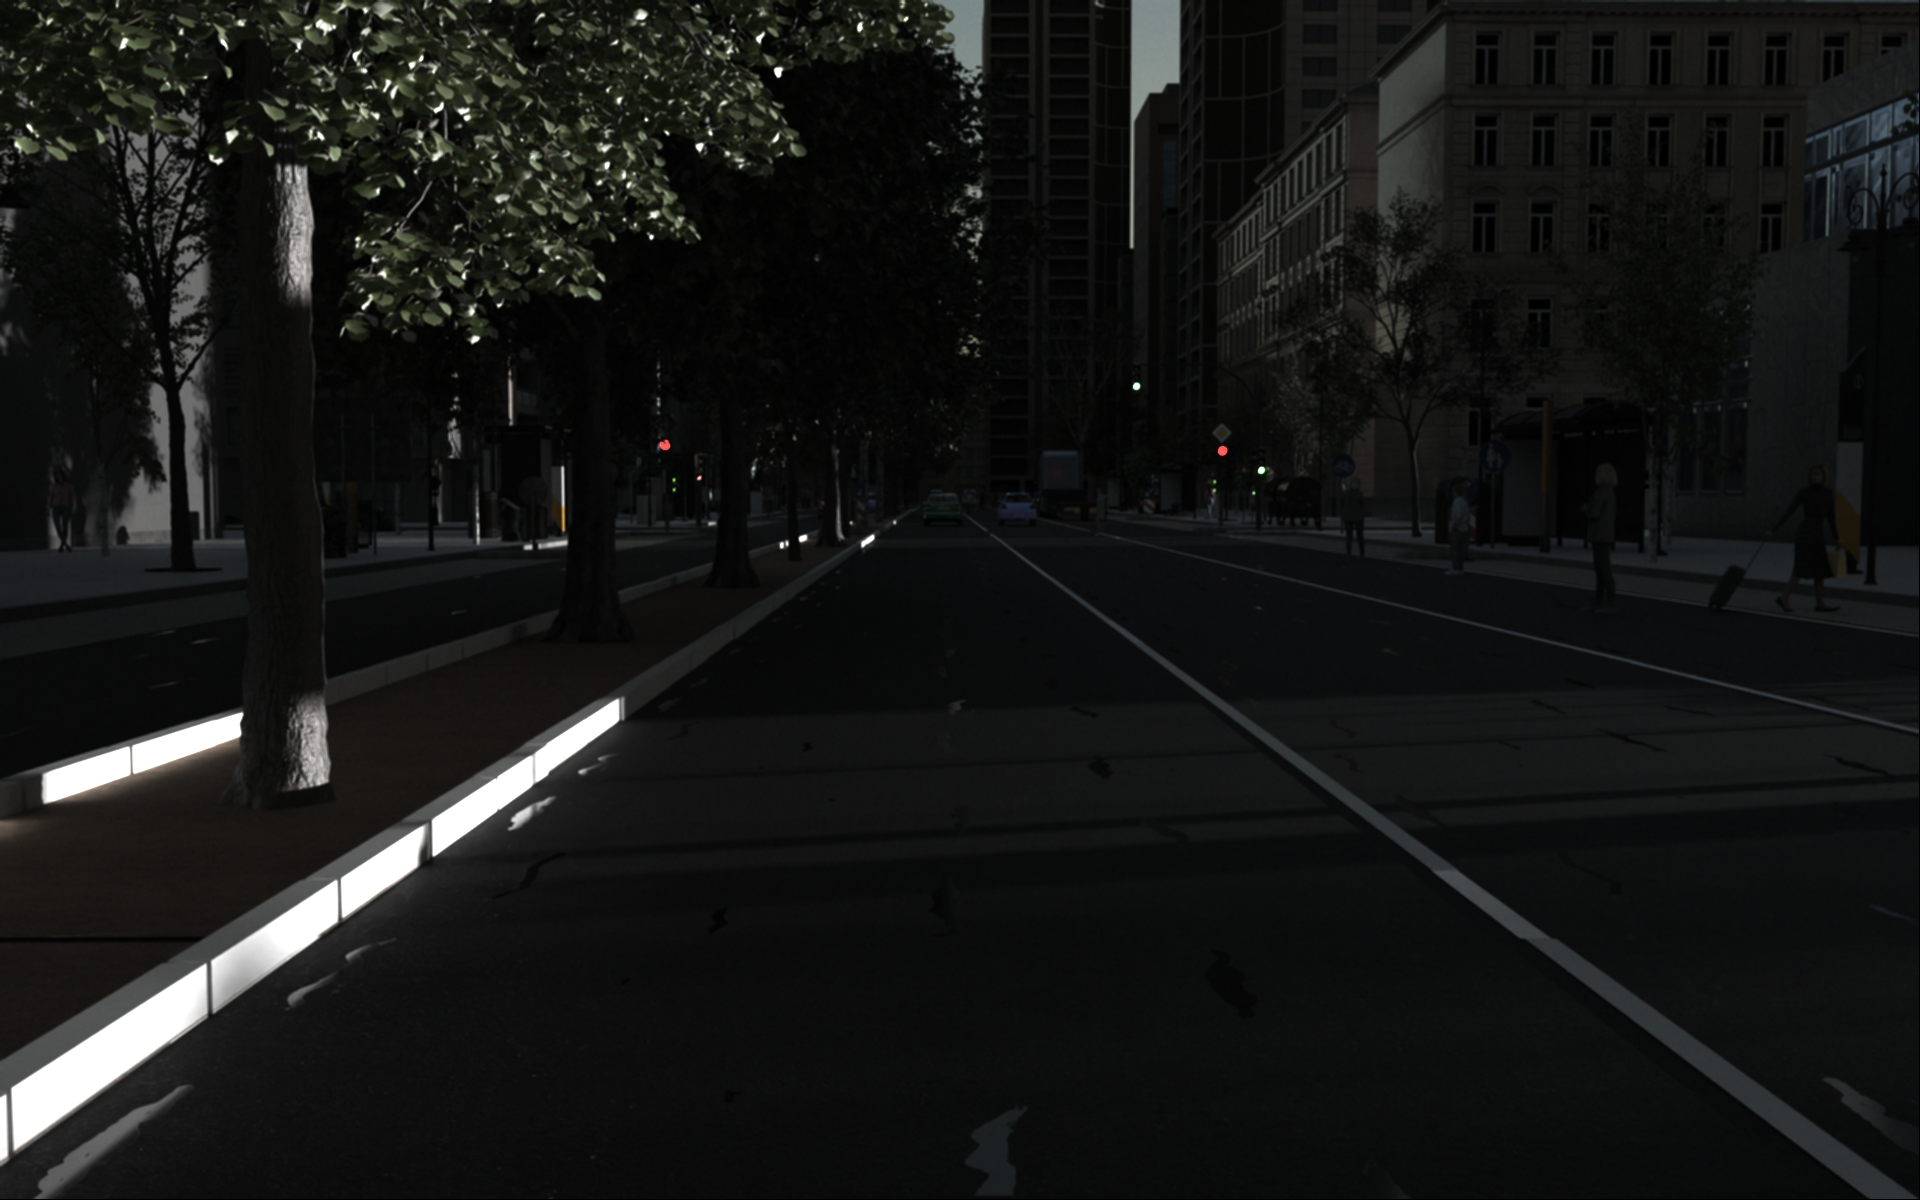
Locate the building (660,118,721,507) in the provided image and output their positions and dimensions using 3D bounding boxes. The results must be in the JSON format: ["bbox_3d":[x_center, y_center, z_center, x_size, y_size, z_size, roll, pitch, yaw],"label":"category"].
[{"bbox_3d":[-34.050,-32.896,157.464,23.786,49.044,30.456,0,4,-1],"label":"building"}]

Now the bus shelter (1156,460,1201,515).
[{"bbox_3d":[13.292,-6.840,105.752,2.014,3.302,5.546,0,4,-1],"label":"bus shelter"}]

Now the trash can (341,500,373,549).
[{"bbox_3d":[-14.229,-1.794,40.983,0.748,1.137,0.748,0,3,0],"label":"trash can"}]

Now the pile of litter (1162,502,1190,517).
[{"bbox_3d":[12.400,-5.193,98.870,1.719,0.858,1.176,0,4,1],"label":"pile of litter"}]

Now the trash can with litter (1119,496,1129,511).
[{"bbox_3d":[12.165,-7.221,129.448,0.624,1.170,1.055,-1,4,-22],"label":"trash can with litter"}]

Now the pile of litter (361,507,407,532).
[{"bbox_3d":[-19.889,-2.774,59.321,1.719,0.858,1.176,1,4,10],"label":"pile of litter"}]

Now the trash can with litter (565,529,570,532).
[{"bbox_3d":[-13.528,-2.934,59.360,1.055,1.170,0.624,3,4,36],"label":"trash can with litter"}]

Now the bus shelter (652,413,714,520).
[{"bbox_3d":[-14.281,-6.808,88.948,2.179,5.291,8.768,0,4,-1],"label":"bus shelter"}]

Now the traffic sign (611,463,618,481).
[{"bbox_3d":[-14.390,-4.339,71.041,0.768,2.556,0.104,0,4,5],"label":"traffic sign"}]

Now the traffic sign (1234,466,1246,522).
[{"bbox_3d":[13.068,-4.878,79.755,0.884,2.594,0.081,0,4,6],"label":"traffic sign"}]

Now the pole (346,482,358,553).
[{"bbox_3d":[-13.204,-2.674,37.569,0.158,3.312,0.155,0,3,0],"label":"pole"}]

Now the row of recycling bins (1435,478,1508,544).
[{"bbox_3d":[13.753,-2.342,45.406,3.534,1.692,1.069,-3,5,-39],"label":"row of recycling bins"}]

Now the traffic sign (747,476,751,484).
[{"bbox_3d":[-14.218,-7.020,114.887,0.768,2.556,0.104,0,4,0],"label":"traffic sign"}]

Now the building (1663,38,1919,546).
[{"bbox_3d":[32.850,-44.179,35.003,22.319,86.520,31.000,0,4,-1],"label":"building"}]

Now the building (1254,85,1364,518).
[{"bbox_3d":[26.229,-18.840,105.304,12.463,27.353,25.104,0,4,-1],"label":"building"}]

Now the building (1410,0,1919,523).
[{"bbox_3d":[33.144,-17.394,81.660,25.104,27.353,12.463,0,4,-1],"label":"building"}]

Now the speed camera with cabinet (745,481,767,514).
[{"bbox_3d":[-13.679,-7.288,113.489,2.038,3.252,0.660,1,4,16],"label":"speed camera with cabinet"}]

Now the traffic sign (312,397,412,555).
[{"bbox_3d":[-12.623,-2.598,36.355,2.265,3.308,0.079,0,4,3],"label":"traffic sign"}]

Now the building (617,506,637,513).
[{"bbox_3d":[-33.035,-35.088,115.688,21.231,58.520,28.212,0,4,-1],"label":"building"}]

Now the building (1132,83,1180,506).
[{"bbox_3d":[26.702,-33.033,190.197,14.600,45.320,14.200,0,4,-1],"label":"building"}]

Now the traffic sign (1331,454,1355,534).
[{"bbox_3d":[12.315,-3.404,55.767,0.768,2.556,0.104,0,4,4],"label":"traffic sign"}]

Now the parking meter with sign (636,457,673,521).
[{"bbox_3d":[-14.361,-5.216,81.537,1.738,3.016,0.543,-3,5,-43],"label":"parking meter with sign"}]

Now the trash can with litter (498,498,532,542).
[{"bbox_3d":[-11.895,-2.157,46.658,1.055,1.170,0.624,1,4,9],"label":"trash can with litter"}]

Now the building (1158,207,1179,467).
[{"bbox_3d":[27.048,-24.760,176.527,14.160,30.474,14.107,0,4,-1],"label":"building"}]

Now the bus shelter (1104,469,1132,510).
[{"bbox_3d":[12.957,-8.981,140.761,2.014,3.302,5.546,0,4,-1],"label":"bus shelter"}]

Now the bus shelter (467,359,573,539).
[{"bbox_3d":[-13.688,-4.683,54.196,2.179,5.291,8.768,0,4,-1],"label":"bus shelter"}]

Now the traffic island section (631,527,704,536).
[{"bbox_3d":[-10.199,-2.321,60.234,2.009,0.180,2.903,0,4,-1],"label":"traffic island section"}]

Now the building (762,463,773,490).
[{"bbox_3d":[-39.784,-42.984,244.787,28.212,58.520,21.231,0,4,-1],"label":"building"}]

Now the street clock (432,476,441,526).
[{"bbox_3d":[-21.136,-3.985,69.728,0.471,2.002,0.358,1,4,19],"label":"street clock"}]

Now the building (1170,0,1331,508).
[{"bbox_3d":[29.407,-44.021,157.987,20.563,71.187,20.611,0,4,-1],"label":"building"}]

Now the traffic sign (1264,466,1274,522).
[{"bbox_3d":[14.086,-4.877,79.849,0.768,2.556,0.104,0,4,7],"label":"traffic sign"}]

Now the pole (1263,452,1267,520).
[{"bbox_3d":[14.864,-5.533,84.307,0.158,3.312,0.155,0,3,0],"label":"pole"}]

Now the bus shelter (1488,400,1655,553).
[{"bbox_3d":[14.068,-2.819,40.019,2.014,3.302,5.546,0,4,-1],"label":"bus shelter"}]

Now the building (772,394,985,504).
[{"bbox_3d":[-11.262,-24.684,248.626,28.899,21.520,27.650,0,4,-1],"label":"building"}]

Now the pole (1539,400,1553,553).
[{"bbox_3d":[12.764,-2.682,37.701,0.158,3.312,0.155,0,3,0],"label":"pole"}]

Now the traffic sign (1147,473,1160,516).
[{"bbox_3d":[11.581,-6.328,103.571,0.768,2.556,0.104,0,4,0],"label":"traffic sign"}]

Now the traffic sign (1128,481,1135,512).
[{"bbox_3d":[12.309,-7.499,122.721,0.768,2.556,0.104,1,4,9],"label":"traffic sign"}]

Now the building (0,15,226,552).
[{"bbox_3d":[-33.197,-15.320,43.992,24.014,27.812,14.314,0,4,-1],"label":"building"}]

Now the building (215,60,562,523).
[{"bbox_3d":[-26.597,-24.334,81.453,14.154,41.232,14.086,0,4,-1],"label":"building"}]

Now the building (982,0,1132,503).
[{"bbox_3d":[13.538,-49.277,243.933,20.611,71.187,20.563,0,4,-1],"label":"building"}]

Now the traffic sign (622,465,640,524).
[{"bbox_3d":[-14.324,-4.607,75.427,0.768,2.556,0.104,0,4,0],"label":"traffic sign"}]

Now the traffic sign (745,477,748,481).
[{"bbox_3d":[-14.389,-6.990,114.393,0.768,2.556,0.104,1,4,9],"label":"traffic sign"}]

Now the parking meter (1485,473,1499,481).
[{"bbox_3d":[14.603,-2.557,47.514,0.399,1.863,0.255,-3,5,-41],"label":"parking meter"}]

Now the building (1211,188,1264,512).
[{"bbox_3d":[26.951,-20.374,130.373,12.463,27.353,25.104,0,4,-1],"label":"building"}]

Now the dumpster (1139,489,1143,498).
[{"bbox_3d":[13.468,-7.193,123.359,1.264,1.857,1.865,0,4,-1],"label":"dumpster"}]

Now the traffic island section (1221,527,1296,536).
[{"bbox_3d":[10.441,-2.338,60.505,2.009,0.180,2.903,0,4,-1],"label":"traffic island section"}]

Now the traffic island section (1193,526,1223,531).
[{"bbox_3d":[10.334,-2.826,68.489,2.009,0.180,2.903,0,4,-1],"label":"traffic island section"}]

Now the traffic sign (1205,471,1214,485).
[{"bbox_3d":[14.305,-6.002,98.134,0.884,2.594,0.081,0,4,5],"label":"traffic sign"}]

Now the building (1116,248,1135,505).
[{"bbox_3d":[25.358,-26.487,204.761,14.160,30.474,14.107,0,4,-1],"label":"building"}]

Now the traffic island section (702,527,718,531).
[{"bbox_3d":[-10.306,-2.810,68.218,2.009,0.180,2.903,0,4,-1],"label":"traffic island section"}]

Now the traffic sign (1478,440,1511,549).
[{"bbox_3d":[12.482,-2.472,40.523,0.768,2.556,0.104,0,4,1],"label":"traffic sign"}]

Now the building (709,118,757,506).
[{"bbox_3d":[-35.970,-37.113,196.034,27.495,52.752,28.713,0,4,-1],"label":"building"}]

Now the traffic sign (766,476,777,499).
[{"bbox_3d":[-13.563,-7.613,124.570,0.768,2.556,0.104,0,4,6],"label":"traffic sign"}]
